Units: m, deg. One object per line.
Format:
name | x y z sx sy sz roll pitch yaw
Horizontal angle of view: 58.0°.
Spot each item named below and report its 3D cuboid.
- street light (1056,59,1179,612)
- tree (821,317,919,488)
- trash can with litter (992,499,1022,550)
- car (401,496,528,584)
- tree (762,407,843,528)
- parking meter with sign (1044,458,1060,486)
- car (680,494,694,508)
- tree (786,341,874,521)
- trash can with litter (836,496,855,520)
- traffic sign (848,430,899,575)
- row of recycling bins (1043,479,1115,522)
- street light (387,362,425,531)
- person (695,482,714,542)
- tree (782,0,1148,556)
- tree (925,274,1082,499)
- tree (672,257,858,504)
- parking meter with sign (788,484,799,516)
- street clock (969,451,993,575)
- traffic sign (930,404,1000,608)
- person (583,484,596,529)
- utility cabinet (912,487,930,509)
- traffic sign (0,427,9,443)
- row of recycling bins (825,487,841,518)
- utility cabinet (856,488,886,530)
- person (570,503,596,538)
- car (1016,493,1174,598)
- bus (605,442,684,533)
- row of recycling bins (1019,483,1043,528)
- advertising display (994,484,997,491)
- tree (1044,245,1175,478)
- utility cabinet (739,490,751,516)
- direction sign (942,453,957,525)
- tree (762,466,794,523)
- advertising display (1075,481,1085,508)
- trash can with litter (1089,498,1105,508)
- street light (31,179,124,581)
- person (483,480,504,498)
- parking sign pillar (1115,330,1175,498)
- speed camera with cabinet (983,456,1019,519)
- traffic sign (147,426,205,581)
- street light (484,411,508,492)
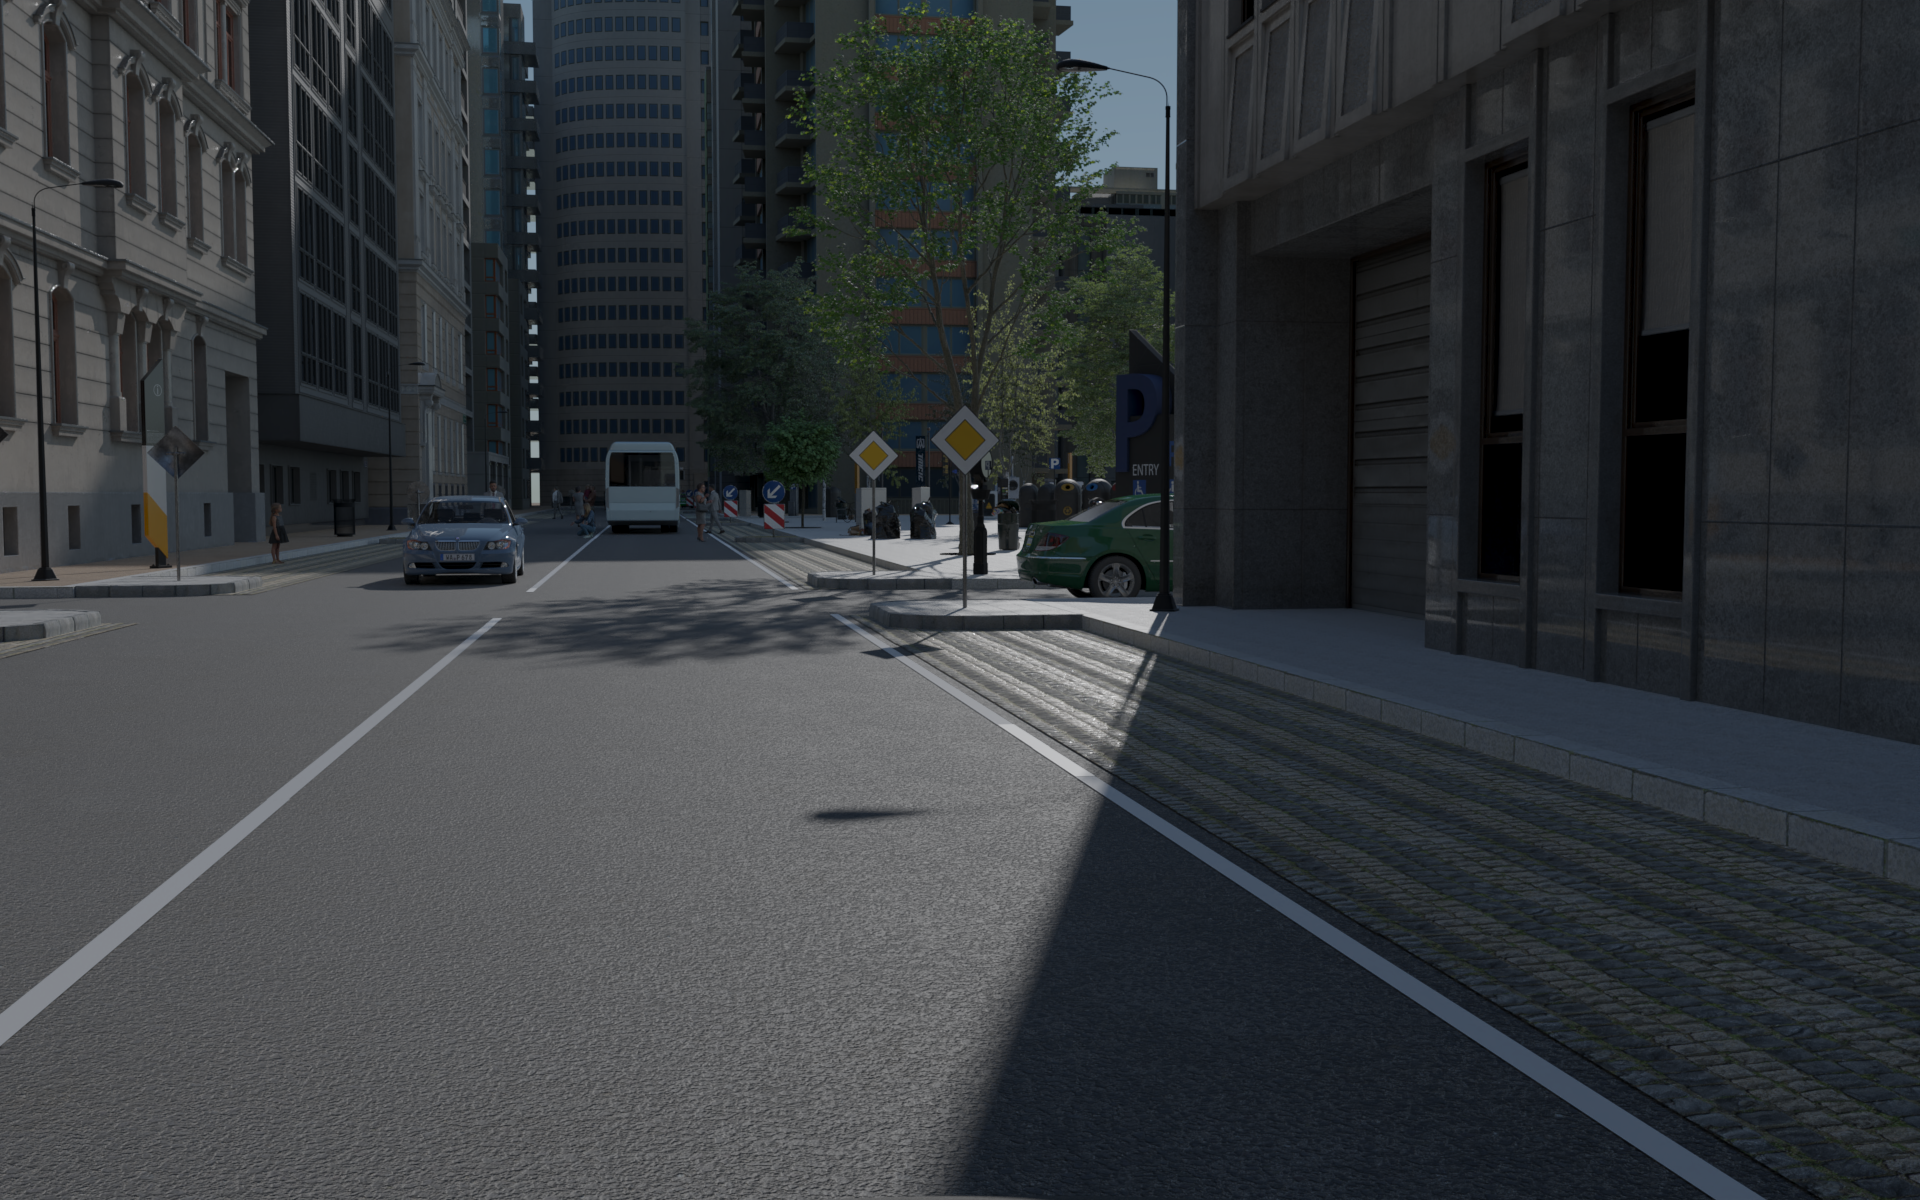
street light | 1.712 -2.827 18.763 1.470 5.913 1.316 -1 4 -10
tree | -3.743 -7.413 71.562 4.737 8.622 4.395 0 3 0
trash can with litter | 1.094 -1.742 39.868 0.624 1.170 1.055 0 4 8
car | -8.279 -1.046 29.111 2.014 1.417 4.499 -1 4 -12
tree | -5.964 -4.980 65.135 4.285 4.588 4.351 0 3 0
parking meter with sign | 4.415 -5.390 84.384 0.543 3.016 1.738 -1 4 -10
car | -26.166 -9.504 164.183 1.959 1.807 4.718 -1 4 -10
tree | -6.308 -8.113 83.007 4.360 8.622 3.978 0 3 0
trash can with litter | -5.670 -4.596 86.540 1.055 1.170 0.624 1 4 15
traffic sign | -1.365 -1.451 27.361 0.795 2.450 0.064 -1 4 -10
row of recycling bins | 4.128 -2.474 47.558 3.534 1.692 1.069 2 4 35
street light | -19.508 -5.410 60.996 1.470 5.913 1.316 -1 4 -10
person | -7.736 -2.651 52.210 0.532 1.782 0.716 0 4 3
tree | 0.147 -6.754 36.179 9.928 11.665 9.643 0 3 0
tree | 1.787 -6.655 59.171 4.360 8.622 3.978 0 3 0
tree | -10.084 -11.355 92.313 9.857 13.997 8.962 0 3 0
parking meter with sign | -9.766 -6.449 101.696 0.543 3.016 1.738 0 4 4
street clock | 0.328 -1.409 27.605 0.358 2.002 0.471 2 4 24
traffic sign | 0.052 -0.970 19.502 0.795 2.450 0.064 -1 4 -10
person | -15.169 -3.829 71.083 0.580 1.828 0.573 1 4 11
utility cabinet | -1.273 -2.891 55.952 0.318 1.500 1.173 1 4 13
traffic sign | -10.132 -0.859 17.693 0.795 2.450 0.064 -1 4 -10
row of recycling bins | -7.144 -5.459 96.363 1.069 1.692 3.534 0 4 -5
utility cabinet | -3.132 -3.194 60.907 1.173 1.500 0.318 -3 5 -45
person | -12.229 -2.602 56.535 0.738 1.151 1.012 -2 4 -29
car | 3.211 -0.692 23.117 4.920 1.459 2.131 -1 4 -8
bus | -12.245 -4.449 67.598 2.948 3.499 13.247 -1 4 -9
row of recycling bins | 3.800 -3.583 65.687 3.534 1.692 1.069 2 4 30
advertising display | 2.156 -5.426 93.927 0.123 1.923 0.974 -2 4 -31
tree | 7.587 -9.829 78.833 7.486 12.596 7.792 0 3 0
utility cabinet | -12.176 -5.478 98.237 0.318 1.500 1.173 -2 4 -26
direction sign | -0.425 -4.940 72.769 0.379 3.537 0.876 3 5 45
tree | -8.069 -5.095 77.907 1.663 3.219 1.824 0 3 0
advertising display | 5.573 -4.838 84.312 0.974 1.923 0.123 1 4 14
trash can with litter | 2.384 -1.391 33.807 1.678 1.210 2.233 3 4 39
street light | -13.032 -3.245 25.599 1.470 5.913 1.316 -1 4 -10
person | -11.945 -2.178 44.377 0.678 1.792 0.850 -1 4 -18
parking sign pillar | 3.051 -2.411 27.887 1.447 3.967 1.447 -2 4 -31
speed camera with cabinet | 2.042 -5.858 90.107 2.038 3.252 0.660 0 4 -4
traffic sign | -11.550 -1.340 25.552 0.795 2.450 0.064 -1 4 -10
street light | -25.929 -7.596 96.732 1.470 5.913 1.316 -1 4 -10
